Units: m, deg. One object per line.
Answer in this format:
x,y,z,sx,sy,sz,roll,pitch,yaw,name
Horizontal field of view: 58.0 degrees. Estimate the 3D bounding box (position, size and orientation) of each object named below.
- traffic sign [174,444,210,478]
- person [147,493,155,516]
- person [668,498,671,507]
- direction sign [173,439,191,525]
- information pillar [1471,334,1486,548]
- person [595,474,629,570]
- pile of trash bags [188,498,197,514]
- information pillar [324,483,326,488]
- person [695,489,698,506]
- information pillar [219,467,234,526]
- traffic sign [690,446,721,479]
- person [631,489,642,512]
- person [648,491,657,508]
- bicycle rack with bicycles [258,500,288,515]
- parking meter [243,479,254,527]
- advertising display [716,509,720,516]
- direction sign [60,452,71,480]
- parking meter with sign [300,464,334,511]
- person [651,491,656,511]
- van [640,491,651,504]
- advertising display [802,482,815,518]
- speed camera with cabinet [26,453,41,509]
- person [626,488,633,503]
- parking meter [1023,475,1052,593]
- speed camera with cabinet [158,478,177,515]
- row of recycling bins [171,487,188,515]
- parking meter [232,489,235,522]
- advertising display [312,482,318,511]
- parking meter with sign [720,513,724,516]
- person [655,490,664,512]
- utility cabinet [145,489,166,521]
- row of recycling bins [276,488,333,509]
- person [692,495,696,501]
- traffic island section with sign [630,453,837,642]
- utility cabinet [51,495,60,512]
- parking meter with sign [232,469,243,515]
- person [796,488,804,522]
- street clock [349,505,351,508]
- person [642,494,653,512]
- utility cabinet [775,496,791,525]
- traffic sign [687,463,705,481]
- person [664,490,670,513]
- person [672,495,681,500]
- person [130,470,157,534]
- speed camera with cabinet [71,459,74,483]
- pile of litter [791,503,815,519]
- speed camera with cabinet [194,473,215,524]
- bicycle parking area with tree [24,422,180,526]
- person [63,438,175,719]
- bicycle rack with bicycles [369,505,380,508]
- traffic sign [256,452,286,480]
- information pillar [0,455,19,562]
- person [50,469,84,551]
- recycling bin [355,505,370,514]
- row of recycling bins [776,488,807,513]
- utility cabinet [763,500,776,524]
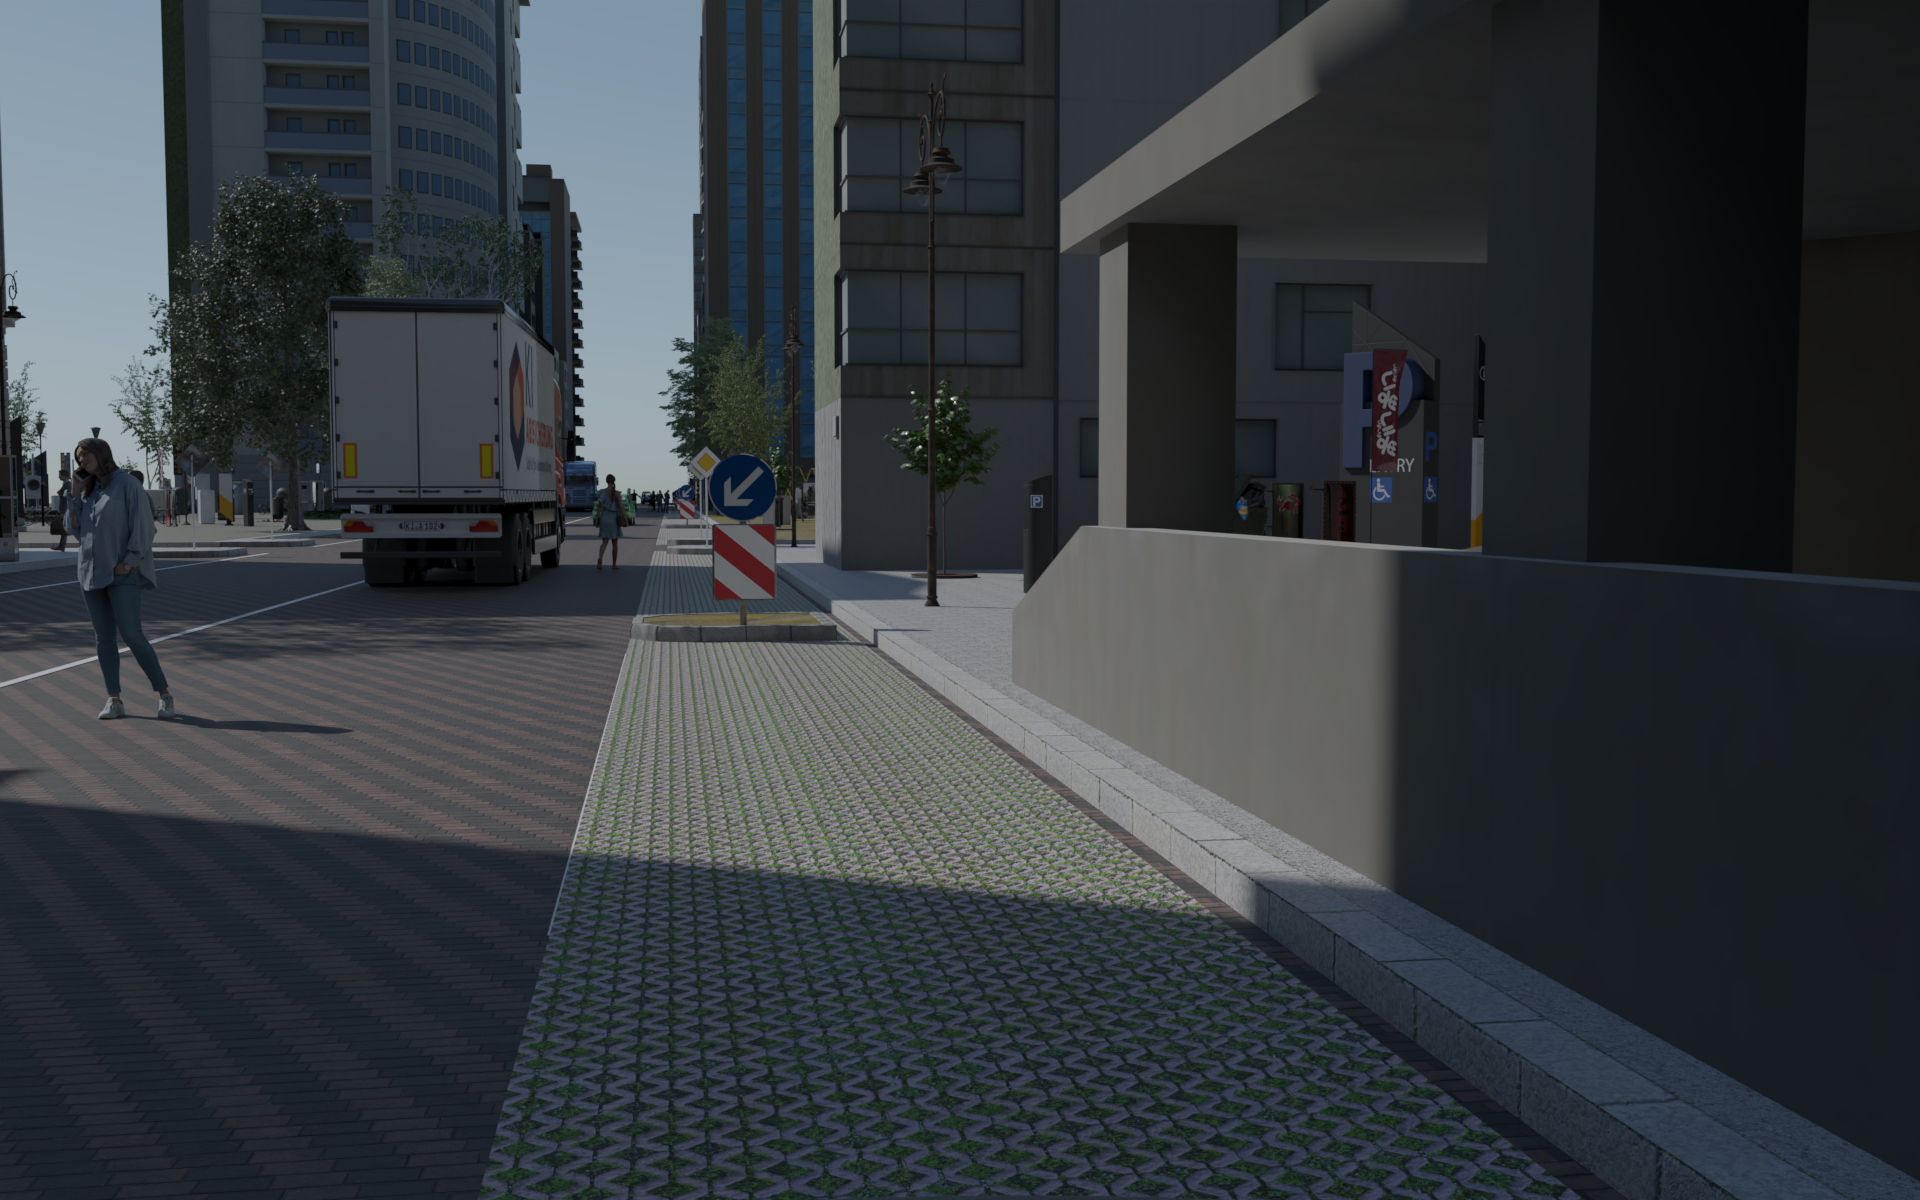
-17.756,-2.316,40.060,0.795,2.593,0.064,-1,4,-9,traffic sign
-16.464,-1.590,34.479,0.794,1.824,0.713,-3,4,-37,person
-31.588,-10.908,187.562,0.721,1.743,1.217,1,4,9,person
-32.033,-4.869,71.605,0.876,3.537,0.379,-2,4,-33,direction sign
7.755,-2.098,25.651,0.504,3.616,0.183,-3,4,-37,information pillar
-6.554,-1.465,32.553,0.616,1.811,0.778,1,4,12,person
-50.999,-6.224,111.520,1.912,1.369,3.447,2,4,27,pile of trash bags
-42.366,-6.778,115.307,0.304,2.012,0.304,-1,4,-22,information pillar
-28.722,-11.192,189.033,0.705,1.824,1.348,0,4,8,person
-29.676,-4.810,70.006,0.504,3.616,0.183,-1,4,-18,information pillar
-6.120,-2.434,41.983,0.795,2.593,0.064,-1,4,-9,traffic sign
-26.759,-8.181,142.278,1.348,1.821,0.705,0,4,3,person
-27.564,-8.949,155.549,1.217,1.736,0.721,-1,4,-10,person
-42.851,-5.855,109.116,2.925,0.926,2.852,-2,4,-30,bicycle rack with bicycles
-28.077,-3.831,68.342,0.399,1.863,0.255,3,4,36,parking meter
-14.160,-5.921,102.025,0.123,1.923,0.974,1,4,14,advertising display
-48.572,-6.246,94.123,0.876,3.537,0.379,2,4,31,direction sign
-35.557,-6.087,95.788,1.738,3.016,0.543,-1,4,-19,parking meter with sign
-26.466,-8.567,149.278,0.721,1.735,1.217,-3,4,-37,person
-47.459,-15.593,261.952,2.013,2.044,4.112,-1,4,-11,van
-7.962,-5.339,92.507,0.974,1.923,0.123,-2,4,-25,advertising display
-45.611,-5.473,83.825,2.038,3.252,0.660,-2,4,-29,speed camera with cabinet
-19.550,-5.740,102.524,0.526,1.800,0.537,-2,4,-31,person
1.008,-0.857,22.416,0.372,1.533,0.369,0,3,0,parking meter
-44.807,-6.335,97.912,0.660,3.252,2.038,-2,4,-35,speed camera with cabinet
-47.780,-6.039,105.847,1.069,1.692,3.534,-2,4,-30,row of recycling bins
-33.488,-4.346,79.467,0.372,1.533,0.369,0,3,0,parking meter
-34.220,-5.304,91.939,0.123,1.923,0.974,-2,4,-29,advertising display
-13.366,-6.329,99.734,0.543,3.016,1.738,-2,4,-29,parking meter with sign
-23.598,-7.774,136.152,0.990,1.755,0.434,2,4,32,person
-37.700,-4.434,81.171,0.318,1.500,1.173,1,4,16,utility cabinet
-42.673,-6.470,112.892,3.534,1.692,1.069,-2,4,-26,row of recycling bins
-28.156,-10.744,183.176,0.415,1.643,0.593,1,4,11,person
-2.338,-0.548,17.594,1.989,1.847,2.006,-1,4,-9,traffic island section with sign
-46.364,-4.785,89.404,0.306,1.237,1.020,2,4,25,utility cabinet
-44.215,-6.722,106.165,0.543,3.016,1.738,1,4,11,parking meter with sign
-7.341,-4.432,78.729,0.641,1.798,0.478,3,5,43,person
-42.271,-7.065,120.090,0.358,2.002,0.471,-1,4,-9,street clock
-25.293,-7.869,140.340,0.799,1.438,0.628,-3,5,-41,person
-7.553,-3.718,71.948,1.020,1.237,0.306,0,4,-1,utility cabinet
-7.440,-2.916,49.859,0.795,2.593,0.064,-1,4,-9,traffic sign
-21.776,-7.332,128.823,0.683,1.767,0.568,2,4,24,person
-21.755,-7.709,134.480,1.348,1.831,0.705,-3,5,-40,person
-13.433,-1.214,28.359,0.555,1.821,0.388,0,4,-6,person
-49.903,-6.331,97.855,0.660,3.252,2.038,-2,4,-24,speed camera with cabinet
-8.104,-4.643,89.880,1.176,0.858,1.719,0,4,-3,pile of litter
-32.431,-4.894,74.359,0.660,3.252,2.038,-2,4,-30,speed camera with cabinet
-36.965,-5.180,71.690,9.016,4.147,8.231,1,4,9,bicycle parking area with tree
-5.383,-0.143,11.106,0.793,1.790,0.793,-1,4,-14,person
-35.437,-5.662,105.960,2.925,0.926,2.852,-1,4,-11,bicycle rack with bicycles
-19.076,-2.798,47.936,0.795,2.593,0.064,-1,4,-9,traffic sign
-18.032,-1.729,32.763,0.304,2.012,0.304,-1,4,-13,information pillar
-19.934,-2.002,38.744,0.822,1.834,0.622,-2,4,-34,person
-33.033,-5.081,95.621,0.722,1.027,0.722,-1,4,-10,recycling bin
-11.930,-6.990,121.391,3.534,1.692,1.069,3,5,45,row of recycling bins
-4.662,-2.060,42.365,0.318,1.500,1.173,0,4,-6,utility cabinet
